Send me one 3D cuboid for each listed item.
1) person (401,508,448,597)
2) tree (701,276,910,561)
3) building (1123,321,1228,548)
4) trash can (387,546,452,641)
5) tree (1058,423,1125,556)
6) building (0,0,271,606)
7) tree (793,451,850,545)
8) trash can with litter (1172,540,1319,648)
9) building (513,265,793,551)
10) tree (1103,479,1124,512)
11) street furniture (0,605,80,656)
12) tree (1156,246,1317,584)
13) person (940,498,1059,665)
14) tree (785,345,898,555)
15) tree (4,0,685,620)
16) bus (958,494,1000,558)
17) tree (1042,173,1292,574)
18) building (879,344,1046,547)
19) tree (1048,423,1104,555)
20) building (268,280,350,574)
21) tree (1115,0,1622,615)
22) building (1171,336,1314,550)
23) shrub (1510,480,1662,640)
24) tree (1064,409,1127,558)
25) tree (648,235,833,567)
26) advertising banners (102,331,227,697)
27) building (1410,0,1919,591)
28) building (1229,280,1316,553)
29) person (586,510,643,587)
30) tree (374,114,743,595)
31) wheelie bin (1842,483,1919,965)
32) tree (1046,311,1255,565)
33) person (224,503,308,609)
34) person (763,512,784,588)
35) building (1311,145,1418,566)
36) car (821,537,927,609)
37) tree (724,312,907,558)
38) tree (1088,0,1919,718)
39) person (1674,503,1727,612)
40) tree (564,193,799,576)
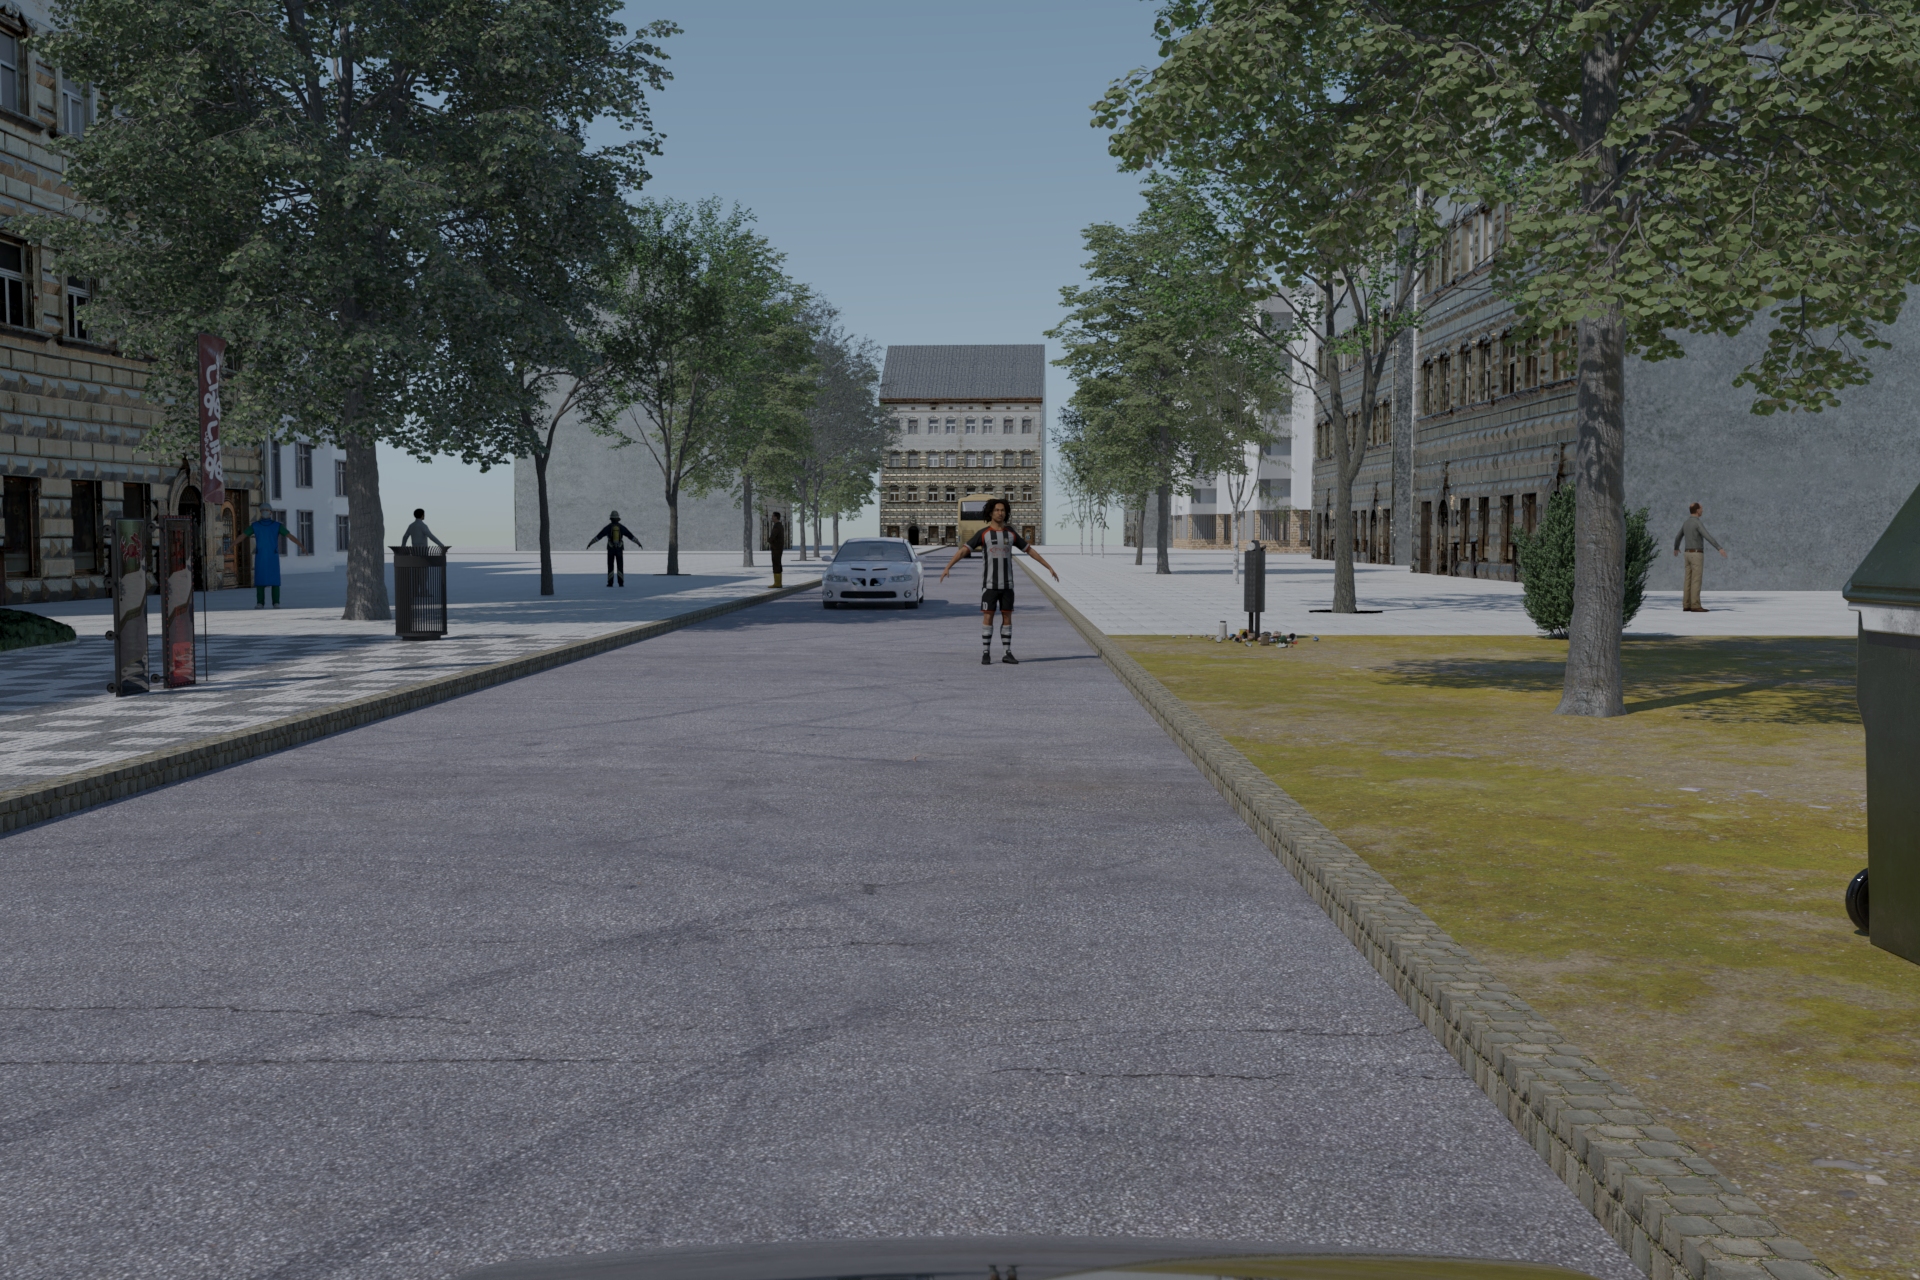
[{"bbox_3d":[-10.989,-1.783,35.333,1.347,1.806,0.705,2,4,33],"label":"person"},{"bbox_3d":[-7.538,-10.518,82.335,12.009,13.543,11.850,0,3,0],"label":"tree"},{"bbox_3d":[25.928,-20.653,168.598,19.493,23.208,18.063,0,4,1],"label":"building"},{"bbox_3d":[-6.523,-0.569,20.950,0.748,1.137,0.748,0,3,0],"label":"trash can"},{"bbox_3d":[7.800,-9.112,99.344,4.737,8.622,4.395,0,3,0],"label":"tree"},{"bbox_3d":[-26.165,-12.317,32.304,19.493,23.208,18.063,0,4,2],"label":"building"},{"bbox_3d":[-15.572,-17.087,197.495,7.486,12.596,7.792,0,3,0],"label":"tree"},{"bbox_3d":[3.449,-0.581,20.550,1.678,1.210,2.233,0,4,1],"label":"trash can with litter"},{"bbox_3d":[-23.813,-18.781,137.997,19.493,23.208,18.063,0,4,2],"label":"building"},{"bbox_3d":[20.477,-17.701,199.778,12.009,13.543,11.850,0,3,0],"label":"tree"},{"bbox_3d":[-11.434,-0.028,16.079,5.734,0.657,10.072,-1,4,-18],"label":"street furniture"},{"bbox_3d":[7.120,-5.745,44.288,4.360,8.622,3.978,0,3,0],"label":"tree"},{"bbox_3d":[0.421,-0.641,19.083,1.345,1.843,0.704,-1,4,-13],"label":"person"},{"bbox_3d":[-7.595,-11.378,104.153,7.486,12.596,7.792,0,3,0],"label":"tree"},{"bbox_3d":[-8.927,-7.271,25.540,9.857,13.997,8.962,0,3,0],"label":"tree"},{"bbox_3d":[1.276,-7.034,106.549,2.896,3.916,12.252,0,4,1],"label":"bus"},{"bbox_3d":[6.476,-8.338,54.451,7.486,12.596,7.792,0,3,0],"label":"tree"},{"bbox_3d":[0.723,-22.410,199.790,18.063,23.208,19.493,0,4,4],"label":"building"},{"bbox_3d":[7.350,-9.424,104.443,4.360,8.622,3.978,0,3,0],"label":"tree"},{"bbox_3d":[-25.957,-7.173,59.430,9.099,9.664,28.070,0,3,0],"label":"building"},{"bbox_3d":[6.387,-6.248,27.910,9.928,11.665,9.643,0,3,0],"label":"tree"},{"bbox_3d":[24.160,-18.240,154.636,16.016,20.090,11.380,0,4,1],"label":"building"},{"bbox_3d":[7.602,-1.041,21.063,1.661,2.075,1.752,0,3,0],"label":"shrub"},{"bbox_3d":[7.565,-8.649,91.767,4.360,8.622,3.978,0,3,0],"label":"tree"},{"bbox_3d":[-8.388,-9.046,66.033,7.486,12.596,7.792,0,3,0],"label":"tree"},{"bbox_3d":[-6.578,-1.118,14.475,0.090,3.025,2.074,0,4,3],"label":"advertising banners"},{"bbox_3d":[23.951,-13.223,47.132,19.493,23.208,18.063,0,4,1],"label":"building"},{"bbox_3d":[25.457,-16.701,129.484,16.016,20.090,11.380,0,4,1],"label":"building"},{"bbox_3d":[-8.383,-2.221,42.090,1.354,1.856,0.705,-1,4,-17],"label":"person"},{"bbox_3d":[-8.633,-6.236,36.370,8.767,10.594,7.601,0,4,1],"label":"tree"},{"bbox_3d":[3.118,0.166,5.199,0.693,1.594,0.980,0,3,0],"label":"wheelie bin"},{"bbox_3d":[7.492,-8.336,70.710,8.767,10.594,7.601,-2,4,-26],"label":"tree"},{"bbox_3d":[-11.934,-1.449,29.822,1.347,1.817,0.704,-1,4,-16],"label":"person"},{"bbox_3d":[-4.371,-2.134,41.031,0.704,1.812,1.346,1,4,9],"label":"person"},{"bbox_3d":[26.979,-15.134,78.362,19.493,23.208,18.063,0,4,1],"label":"building"},{"bbox_3d":[-1.693,-1.372,34.786,2.083,1.381,4.827,0,4,1],"label":"car"},{"bbox_3d":[-7.952,-11.231,93.998,12.009,13.543,11.850,0,3,0],"label":"tree"},{"bbox_3d":[4.466,-5.766,12.402,7.486,12.596,7.792,0,3,0],"label":"tree"},{"bbox_3d":[12.113,-1.360,28.512,0.705,1.796,1.348,-1,4,-11],"label":"person"},{"bbox_3d":[-8.849,-7.799,53.262,9.928,11.665,9.643,0,3,0],"label":"tree"}]
